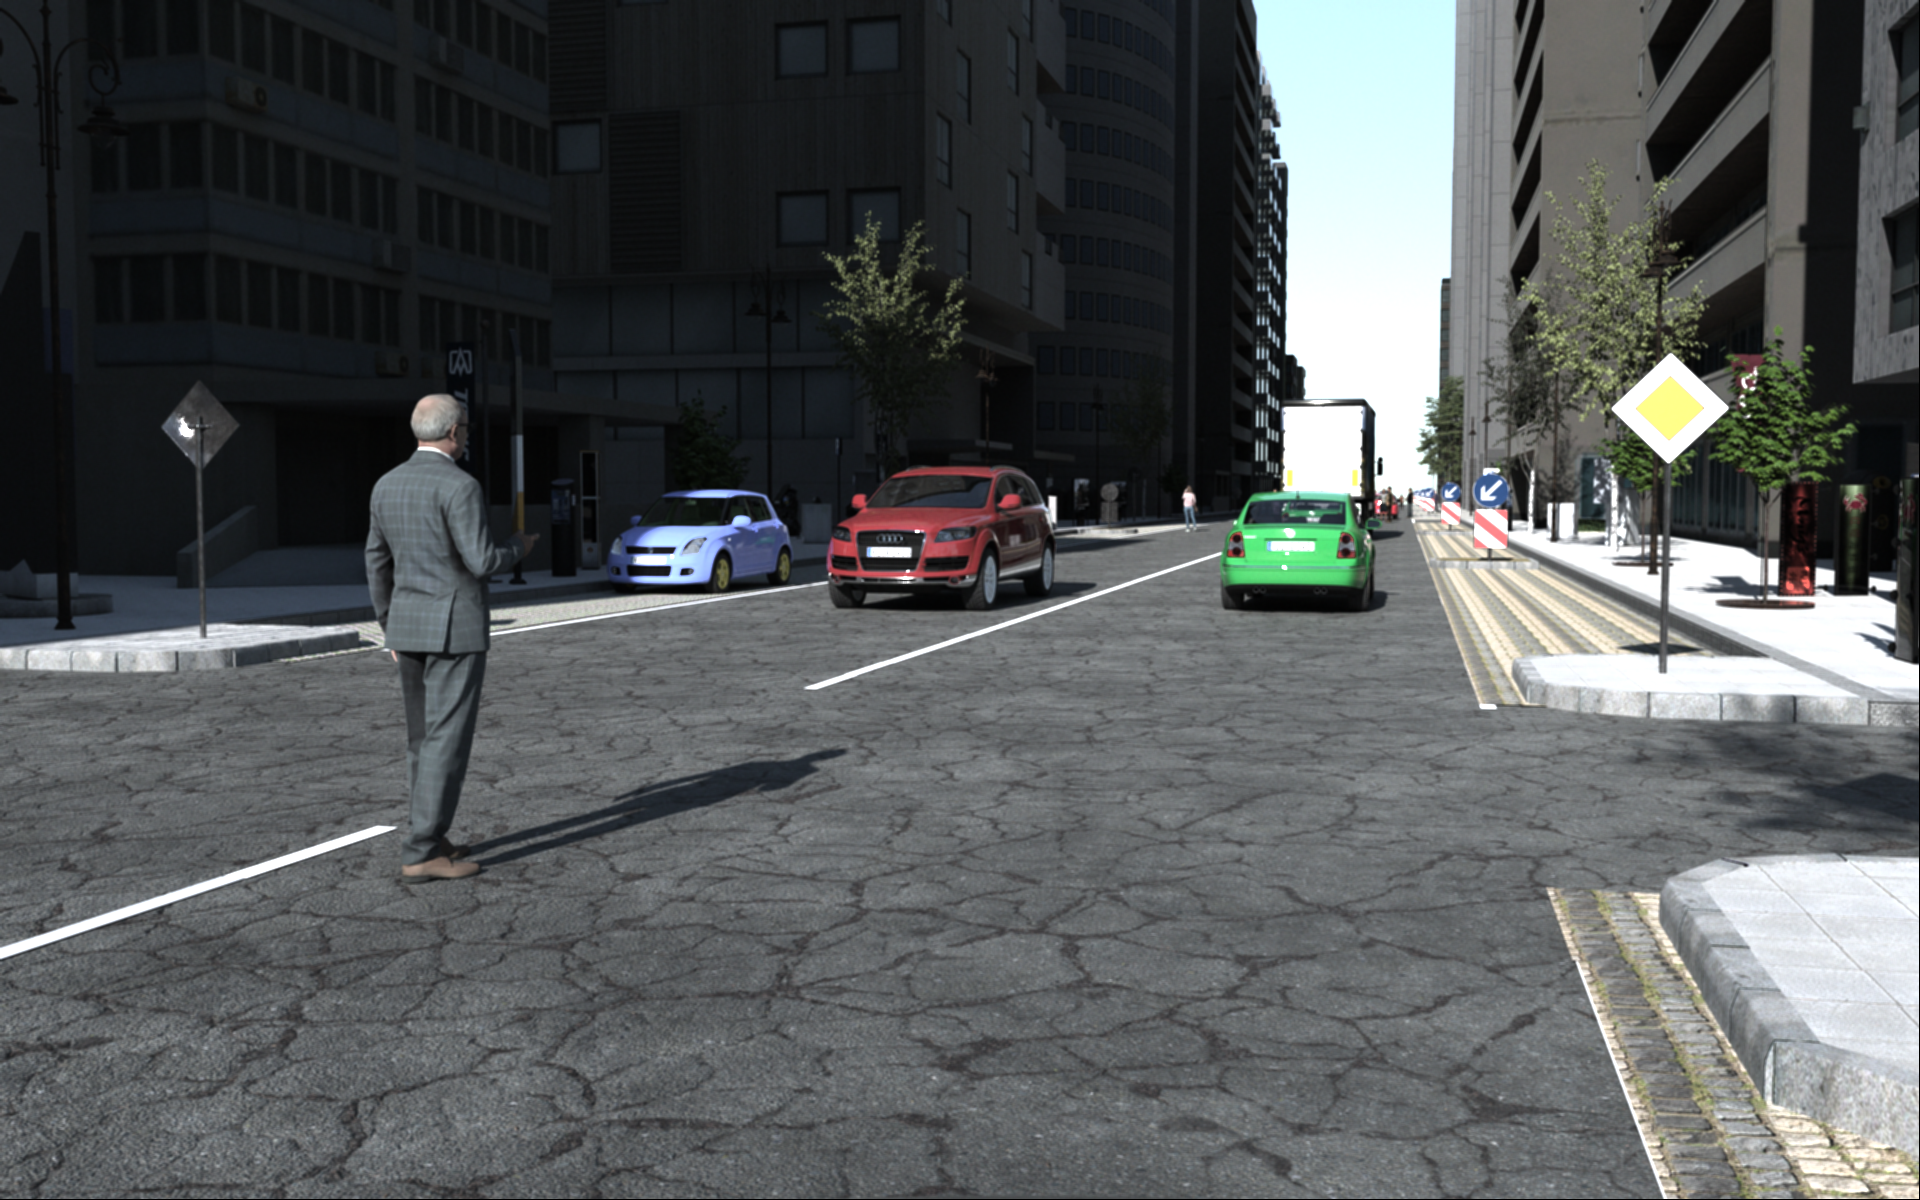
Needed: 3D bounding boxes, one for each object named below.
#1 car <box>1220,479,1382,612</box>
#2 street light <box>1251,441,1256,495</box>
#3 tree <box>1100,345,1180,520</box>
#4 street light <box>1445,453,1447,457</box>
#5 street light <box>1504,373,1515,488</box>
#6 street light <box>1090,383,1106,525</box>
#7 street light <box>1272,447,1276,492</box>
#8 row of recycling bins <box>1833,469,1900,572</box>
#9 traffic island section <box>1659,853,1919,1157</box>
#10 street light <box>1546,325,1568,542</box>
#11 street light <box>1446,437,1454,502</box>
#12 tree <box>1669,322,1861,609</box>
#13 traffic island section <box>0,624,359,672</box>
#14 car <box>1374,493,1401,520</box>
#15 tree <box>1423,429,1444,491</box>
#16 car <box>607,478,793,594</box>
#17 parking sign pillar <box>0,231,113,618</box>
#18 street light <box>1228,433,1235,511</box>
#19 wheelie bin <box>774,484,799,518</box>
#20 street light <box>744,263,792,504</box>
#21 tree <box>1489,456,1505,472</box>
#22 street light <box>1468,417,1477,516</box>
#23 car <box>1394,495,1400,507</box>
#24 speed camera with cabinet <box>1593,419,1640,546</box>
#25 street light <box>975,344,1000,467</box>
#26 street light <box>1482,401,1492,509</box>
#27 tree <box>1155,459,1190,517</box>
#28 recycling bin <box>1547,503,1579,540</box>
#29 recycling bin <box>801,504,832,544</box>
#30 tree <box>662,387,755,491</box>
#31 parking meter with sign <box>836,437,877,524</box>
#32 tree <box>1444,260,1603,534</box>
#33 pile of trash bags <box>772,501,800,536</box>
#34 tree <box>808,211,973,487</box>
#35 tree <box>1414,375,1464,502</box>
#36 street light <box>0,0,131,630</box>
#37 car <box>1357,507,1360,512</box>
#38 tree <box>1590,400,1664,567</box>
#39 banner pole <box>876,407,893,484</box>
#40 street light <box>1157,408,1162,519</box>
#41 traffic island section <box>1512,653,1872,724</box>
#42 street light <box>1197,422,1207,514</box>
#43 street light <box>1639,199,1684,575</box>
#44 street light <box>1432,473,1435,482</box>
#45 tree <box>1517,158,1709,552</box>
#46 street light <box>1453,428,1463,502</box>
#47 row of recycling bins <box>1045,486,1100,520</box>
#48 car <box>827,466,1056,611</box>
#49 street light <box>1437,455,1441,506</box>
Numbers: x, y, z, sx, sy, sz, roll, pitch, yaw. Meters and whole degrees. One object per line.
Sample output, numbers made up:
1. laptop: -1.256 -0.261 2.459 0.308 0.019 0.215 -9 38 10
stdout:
1. car: 4.476 -0.843 22.577 1.959 1.807 4.718 1 4 15
2. street light: 24.939 -10.686 147.502 0.468 5.910 1.993 1 4 14
3. tree: 9.112 -8.317 86.339 4.737 8.622 4.395 0 3 0
4. street light: 44.528 -11.343 158.247 0.468 5.910 1.993 1 4 14
5. street light: 20.767 -5.670 65.491 0.468 5.910 1.993 1 4 14
6. street light: 5.731 -6.075 72.115 0.468 5.910 1.993 1 4 14
7. street light: 30.897 -12.109 170.770 0.468 5.910 1.993 1 4 14
8. row of recycling bins: 16.386 -1.312 28.566 3.534 1.692 1.069 1 4 17
9. traffic island section: 3.079 1.077 4.674 2.009 0.180 2.903 1 4 14
10. street light: 15.870 -4.486 46.136 0.468 5.910 1.993 1 4 14
11. street light: 39.744 -10.208 139.689 0.468 5.910 1.993 1 4 14
12. tree: 9.293 -1.528 19.591 1.663 3.219 1.824 0 3 0
13. traffic island section: -6.756 0.419 15.423 2.009 0.180 2.903 1 4 14
14. car: 23.994 -5.476 98.579 2.155 1.783 4.494 1 4 13
15. tree: 48.289 -13.610 172.880 4.360 8.622 3.978 0 3 0
16. car: -3.874 -1.003 25.988 1.945 1.707 3.694 1 4 16
17. parking sign pillar: -9.882 -1.833 18.447 1.447 3.967 1.447 3 5 45
18. street light: 20.007 -9.495 128.024 0.468 5.910 1.993 1 4 14
19. wheelie bin: -5.524 -2.897 55.272 0.693 1.594 0.980 -1 4 -23
20. street light: -3.839 -3.797 34.861 0.468 5.910 1.993 1 4 14
21. tree: 27.491 -5.734 88.359 1.663 3.219 1.824 0 3 0
22. street light: 30.262 -7.926 102.377 0.468 5.910 1.993 1 4 14
23. car: 33.335 -7.536 135.214 2.014 1.417 4.499 1 4 15
24. speed camera with cabinet: 16.157 -2.952 42.597 0.660 3.252 2.038 3 4 36
25. street light: 0.850 -4.933 53.444 0.468 5.910 1.993 1 4 14
26. street light: 25.582 -6.817 84.247 0.468 5.910 1.993 1 4 14
27. tree: 12.138 -6.315 97.846 1.663 3.219 1.824 0 3 0
28. recycling bin: 16.901 -2.202 48.563 0.722 1.027 0.722 2 4 29
29. recycling bin: -3.727 -1.984 44.992 0.722 1.027 0.722 -1 4 -10
30. tree: -4.765 -2.249 31.375 1.663 3.219 1.824 0 3 0
31. parking meter with sign: -2.933 -3.503 53.541 1.738 3.016 0.543 -1 4 -16
32. tree: 18.500 -6.441 55.679 4.360 8.622 3.978 0 3 0
33. pile of trash bags: -6.683 -2.628 52.720 3.447 1.369 1.912 -2 4 -23
34. tree: -1.838 -5.853 46.066 4.737 8.622 4.395 0 3 0
35. tree: 47.438 -15.146 165.769 7.486 12.596 7.792 0 3 0
36. street light: -8.502 -2.660 16.273 0.468 5.910 1.993 1 4 14
37. car: 9.024 -2.125 43.547 1.959 1.807 4.718 1 4 15
38. tree: 12.362 -2.222 30.929 1.663 3.219 1.824 0 3 0
39. banner pole: -2.123 -3.655 49.775 0.863 3.779 0.401 3 5 43
40. street light: 10.414 -7.199 90.490 0.468 5.910 1.993 1 4 14
41. traffic island section: 5.056 0.604 12.411 2.009 0.180 2.903 1 4 14
42. street light: 15.259 -8.359 109.457 0.468 5.910 1.993 1 4 14
43. street light: 11.059 -3.344 27.457 0.468 5.910 1.993 1 4 14
44. street light: 55.510 -13.980 201.367 0.468 5.910 1.993 1 4 14
45. tree: 14.361 -5.351 37.848 4.737 8.622 4.395 0 3 0
46. street light: 34.919 -9.063 120.968 0.468 5.910 1.993 1 4 14
47. row of recycling bins: 5.655 -4.835 86.170 3.534 1.692 1.069 -3 5 -43
48. car: -0.131 -0.881 23.073 2.281 1.827 5.304 1 4 16
49. street light: 50.522 -12.801 182.091 0.468 5.910 1.993 1 4 14
